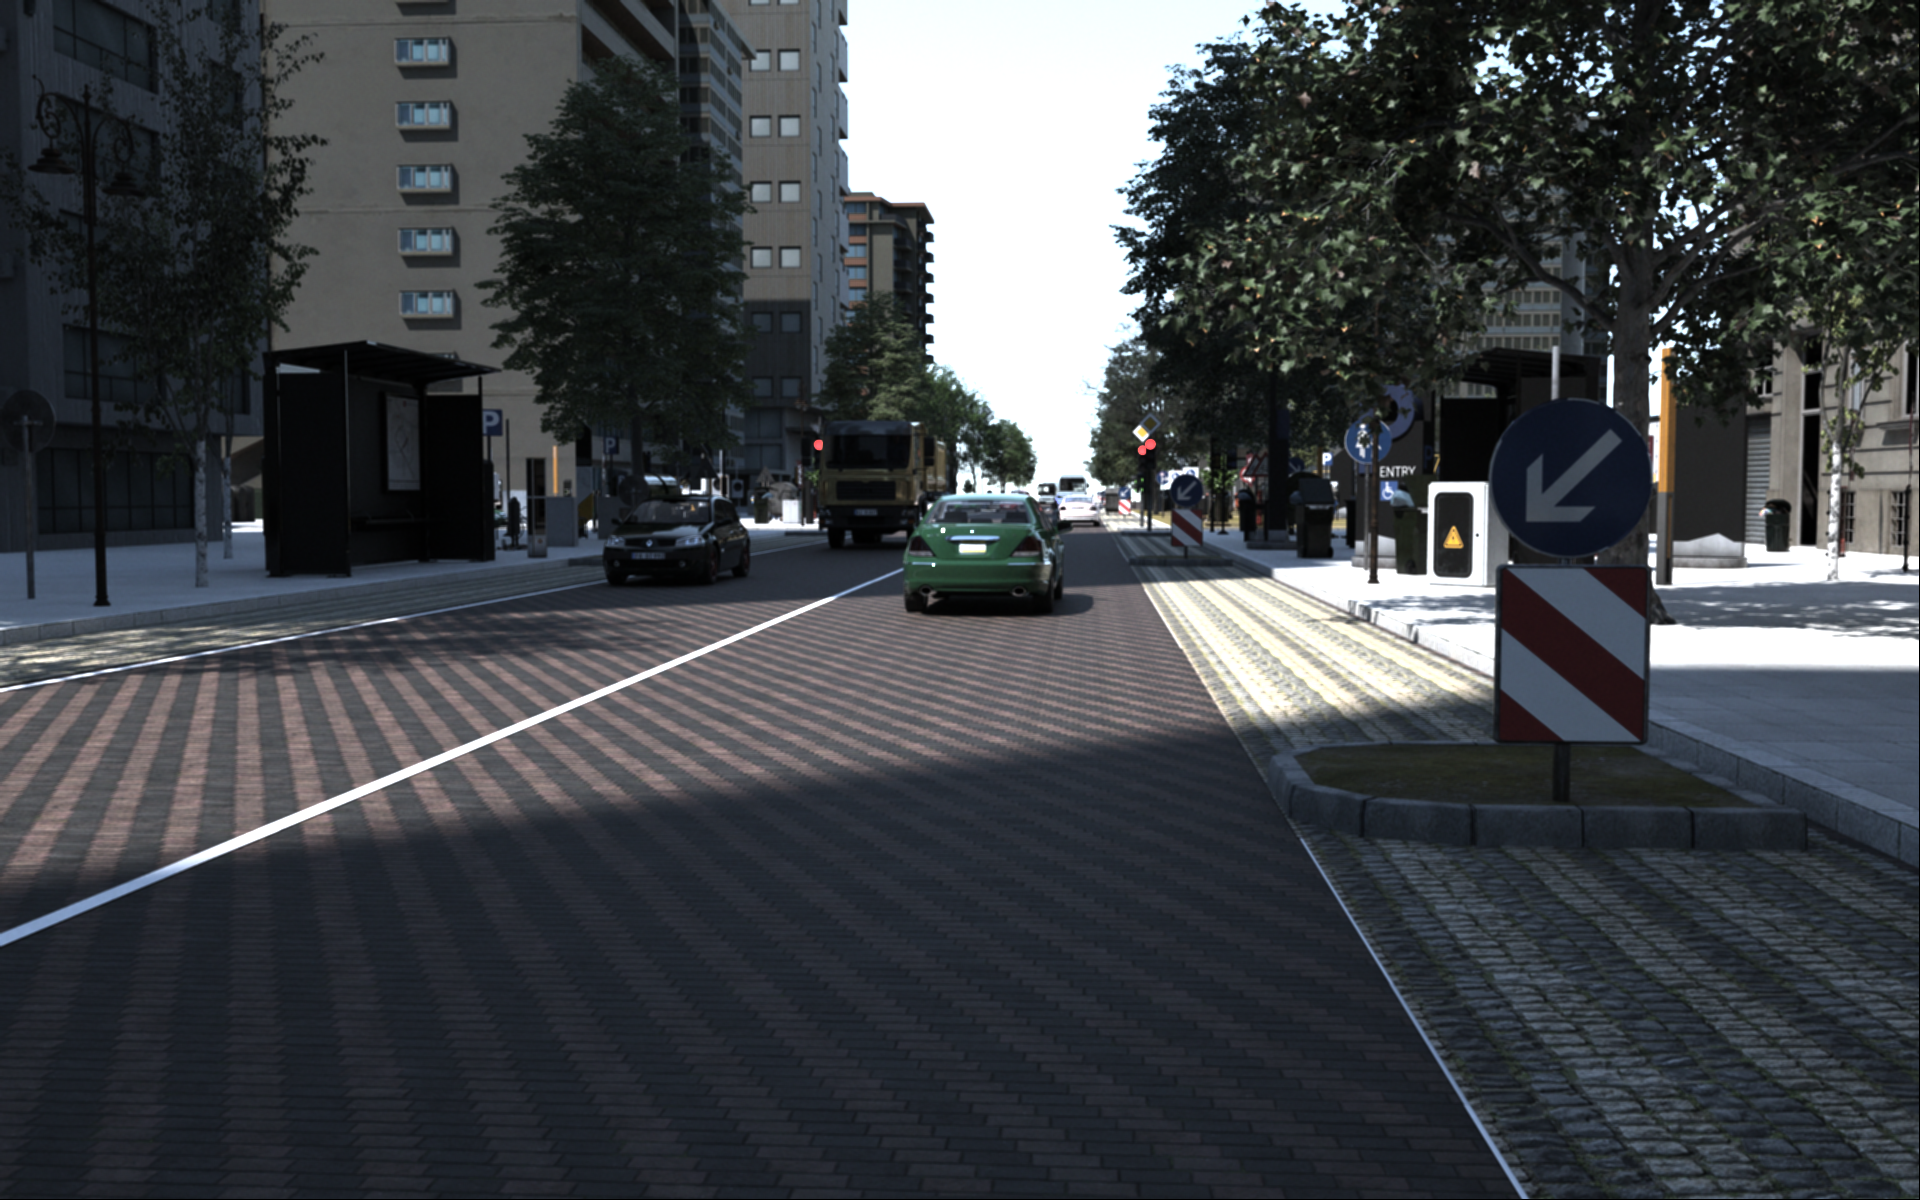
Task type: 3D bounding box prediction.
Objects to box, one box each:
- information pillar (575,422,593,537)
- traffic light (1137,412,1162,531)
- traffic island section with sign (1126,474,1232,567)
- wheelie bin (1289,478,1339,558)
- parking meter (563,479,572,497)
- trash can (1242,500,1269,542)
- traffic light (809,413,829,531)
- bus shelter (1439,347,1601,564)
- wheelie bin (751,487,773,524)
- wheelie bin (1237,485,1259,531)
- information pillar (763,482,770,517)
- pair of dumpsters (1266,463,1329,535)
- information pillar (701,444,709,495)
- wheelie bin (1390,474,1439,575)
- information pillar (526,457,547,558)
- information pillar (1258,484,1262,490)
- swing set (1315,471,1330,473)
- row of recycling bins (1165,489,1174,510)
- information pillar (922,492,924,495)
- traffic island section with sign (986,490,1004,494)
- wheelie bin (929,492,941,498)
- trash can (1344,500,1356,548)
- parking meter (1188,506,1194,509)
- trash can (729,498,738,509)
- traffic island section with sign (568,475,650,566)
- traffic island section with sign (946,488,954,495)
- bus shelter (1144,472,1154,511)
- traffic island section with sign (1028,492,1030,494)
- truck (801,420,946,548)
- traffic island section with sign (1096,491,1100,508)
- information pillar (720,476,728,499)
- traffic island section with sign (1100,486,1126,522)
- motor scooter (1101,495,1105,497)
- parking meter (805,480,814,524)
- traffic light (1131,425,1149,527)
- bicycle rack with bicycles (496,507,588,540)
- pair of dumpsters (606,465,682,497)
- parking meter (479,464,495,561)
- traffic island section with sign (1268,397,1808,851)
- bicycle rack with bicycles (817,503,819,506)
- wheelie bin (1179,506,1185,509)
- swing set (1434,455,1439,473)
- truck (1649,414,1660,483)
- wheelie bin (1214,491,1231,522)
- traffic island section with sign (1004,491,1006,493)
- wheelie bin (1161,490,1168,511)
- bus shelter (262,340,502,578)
[{"bbox_3d":[-11.228,-3.689,51.670,0.504,3.616,0.183,0,4,2],"label":"information pillar"},{"bbox_3d":[6.499,-4.314,59.454,0.839,4.253,0.868,0,4,4],"label":"traffic light"},{"bbox_3d":[4.421,-1.610,34.948,1.989,1.847,2.006,0,4,4],"label":"traffic island section with sign"},{"bbox_3d":[7.078,-1.644,34.790,0.980,1.594,0.693,0,4,-7],"label":"wheelie bin"},{"bbox_3d":[-15.549,-3.850,68.663,0.255,1.863,0.399,0,4,-1],"label":"parking meter"},{"bbox_3d":[7.561,-1.993,44.235,0.748,1.137,0.748,0,3,0],"label":"trash can"},{"bbox_3d":[-4.833,-4.363,60.258,0.839,4.253,0.868,0,4,4],"label":"traffic light"},{"bbox_3d":[9.620,-2.412,30.719,1.731,3.624,6.357,0,4,4],"label":"bus shelter"},{"bbox_3d":[-8.516,-4.074,74.523,0.980,1.594,0.693,0,4,-1],"label":"wheelie bin"},{"bbox_3d":[9.931,-3.174,59.796,0.693,1.594,0.980,1,4,15],"label":"wheelie bin"},{"bbox_3d":[-9.855,-5.117,88.160,0.304,2.012,0.304,1,4,11],"label":"information pillar"},{"bbox_3d":[10.864,-3.263,55.851,1.574,2.255,4.437,0,4,4],"label":"pair of dumpsters"},{"bbox_3d":[-11.919,-5.475,80.871,0.183,3.616,0.504,-3,5,-45],"label":"information pillar"},{"bbox_3d":[7.296,-1.206,27.634,0.980,1.594,0.693,-2,4,-24],"label":"wheelie bin"},{"bbox_3d":[-8.545,-1.863,34.958,0.304,2.012,0.304,-3,4,-37],"label":"information pillar"},{"bbox_3d":[22.664,-7.755,131.281,0.304,2.012,0.304,-2,4,-30],"label":"information pillar"},{"bbox_3d":[24.904,-7.316,117.228,2.862,2.851,3.119,-2,4,-35],"label":"swing set"},{"bbox_3d":[16.618,-8.005,138.002,1.069,1.692,3.534,1,4,9],"label":"row of recycling bins"},{"bbox_3d":[-2.655,-7.804,118.955,0.183,3.616,0.504,-3,5,-44],"label":"information pillar"},{"bbox_3d":[2.935,-9.749,168.017,1.989,1.847,2.006,0,4,4],"label":"traffic island section with sign"},{"bbox_3d":[-1.881,-7.507,130.643,0.980,1.594,0.693,-2,4,-29],"label":"wheelie bin"},{"bbox_3d":[9.488,-1.804,41.142,0.748,1.137,0.748,0,3,0],"label":"trash can"},{"bbox_3d":[12.829,-5.373,96.254,0.372,1.533,0.369,0,3,0],"label":"parking meter"},{"bbox_3d":[-7.702,-2.781,57.117,0.748,1.137,0.748,0,3,0],"label":"trash can"},{"bbox_3d":[-6.710,-1.623,35.165,1.989,1.847,2.006,0,4,4],"label":"traffic island section with sign"},{"bbox_3d":[-0.707,-6.670,117.674,1.989,1.847,2.006,0,4,4],"label":"traffic island section with sign"},{"bbox_3d":[14.752,-8.833,135.709,1.731,3.624,6.357,0,4,4],"label":"bus shelter"},{"bbox_3d":[10.888,-16.437,277.373,1.989,1.847,2.006,0,4,4],"label":"traffic island section with sign"},{"bbox_3d":[-2.083,-3.204,48.307,3.469,3.379,9.791,0,4,5],"label":"truck"},{"bbox_3d":[10.409,-6.645,117.277,1.989,1.847,2.006,0,4,4],"label":"traffic island section with sign"},{"bbox_3d":[-9.718,-4.092,71.403,0.304,2.012,0.304,-1,4,-12],"label":"information pillar"},{"bbox_3d":[8.457,-5.001,90.393,1.989,1.847,2.006,0,4,4],"label":"traffic island section with sign"},{"bbox_3d":[21.838,-15.361,263.923,0.815,1.314,1.986,0,4,3],"label":"motor scooter"},{"bbox_3d":[-6.382,-4.145,73.487,0.255,1.863,0.399,1,4,17],"label":"parking meter"},{"bbox_3d":[7.078,-4.801,67.418,0.839,4.253,0.868,0,4,4],"label":"traffic light"},{"bbox_3d":[-11.648,-2.187,49.134,2.852,0.926,2.925,2,4,26],"label":"bicycle rack with bicycles"},{"bbox_3d":[-10.304,-3.302,56.483,1.574,2.255,4.437,0,4,4],"label":"pair of dumpsters"},{"bbox_3d":[-9.183,-1.696,33.440,0.255,1.863,0.399,-3,5,-41],"label":"parking meter"},{"bbox_3d":[2.465,0.043,7.923,1.989,1.847,2.006,0,4,4],"label":"traffic island section with sign"},{"bbox_3d":[-9.161,-6.819,124.866,2.925,0.926,2.852,0,4,0],"label":"bicycle rack with bicycles"},{"bbox_3d":[14.968,-6.596,115.759,0.980,1.594,0.693,3,4,36],"label":"wheelie bin"},{"bbox_3d":[18.236,-4.350,68.737,3.119,2.851,2.862,-2,4,-34],"label":"swing set"},{"bbox_3d":[30.160,-4.459,61.824,11.283,4.237,2.839,0,4,3],"label":"truck"},{"bbox_3d":[11.930,-4.344,78.939,0.980,1.594,0.693,-2,4,-25],"label":"wheelie bin"},{"bbox_3d":[4.891,-11.393,194.901,1.989,1.847,2.006,0,4,4],"label":"traffic island section with sign"},{"bbox_3d":[15.078,-7.473,130.091,0.980,1.594,0.693,-1,4,-17],"label":"wheelie bin"},{"bbox_3d":[-9.694,-2.347,29.659,1.731,3.624,6.357,0,4,4],"label":"bus shelter"}]
